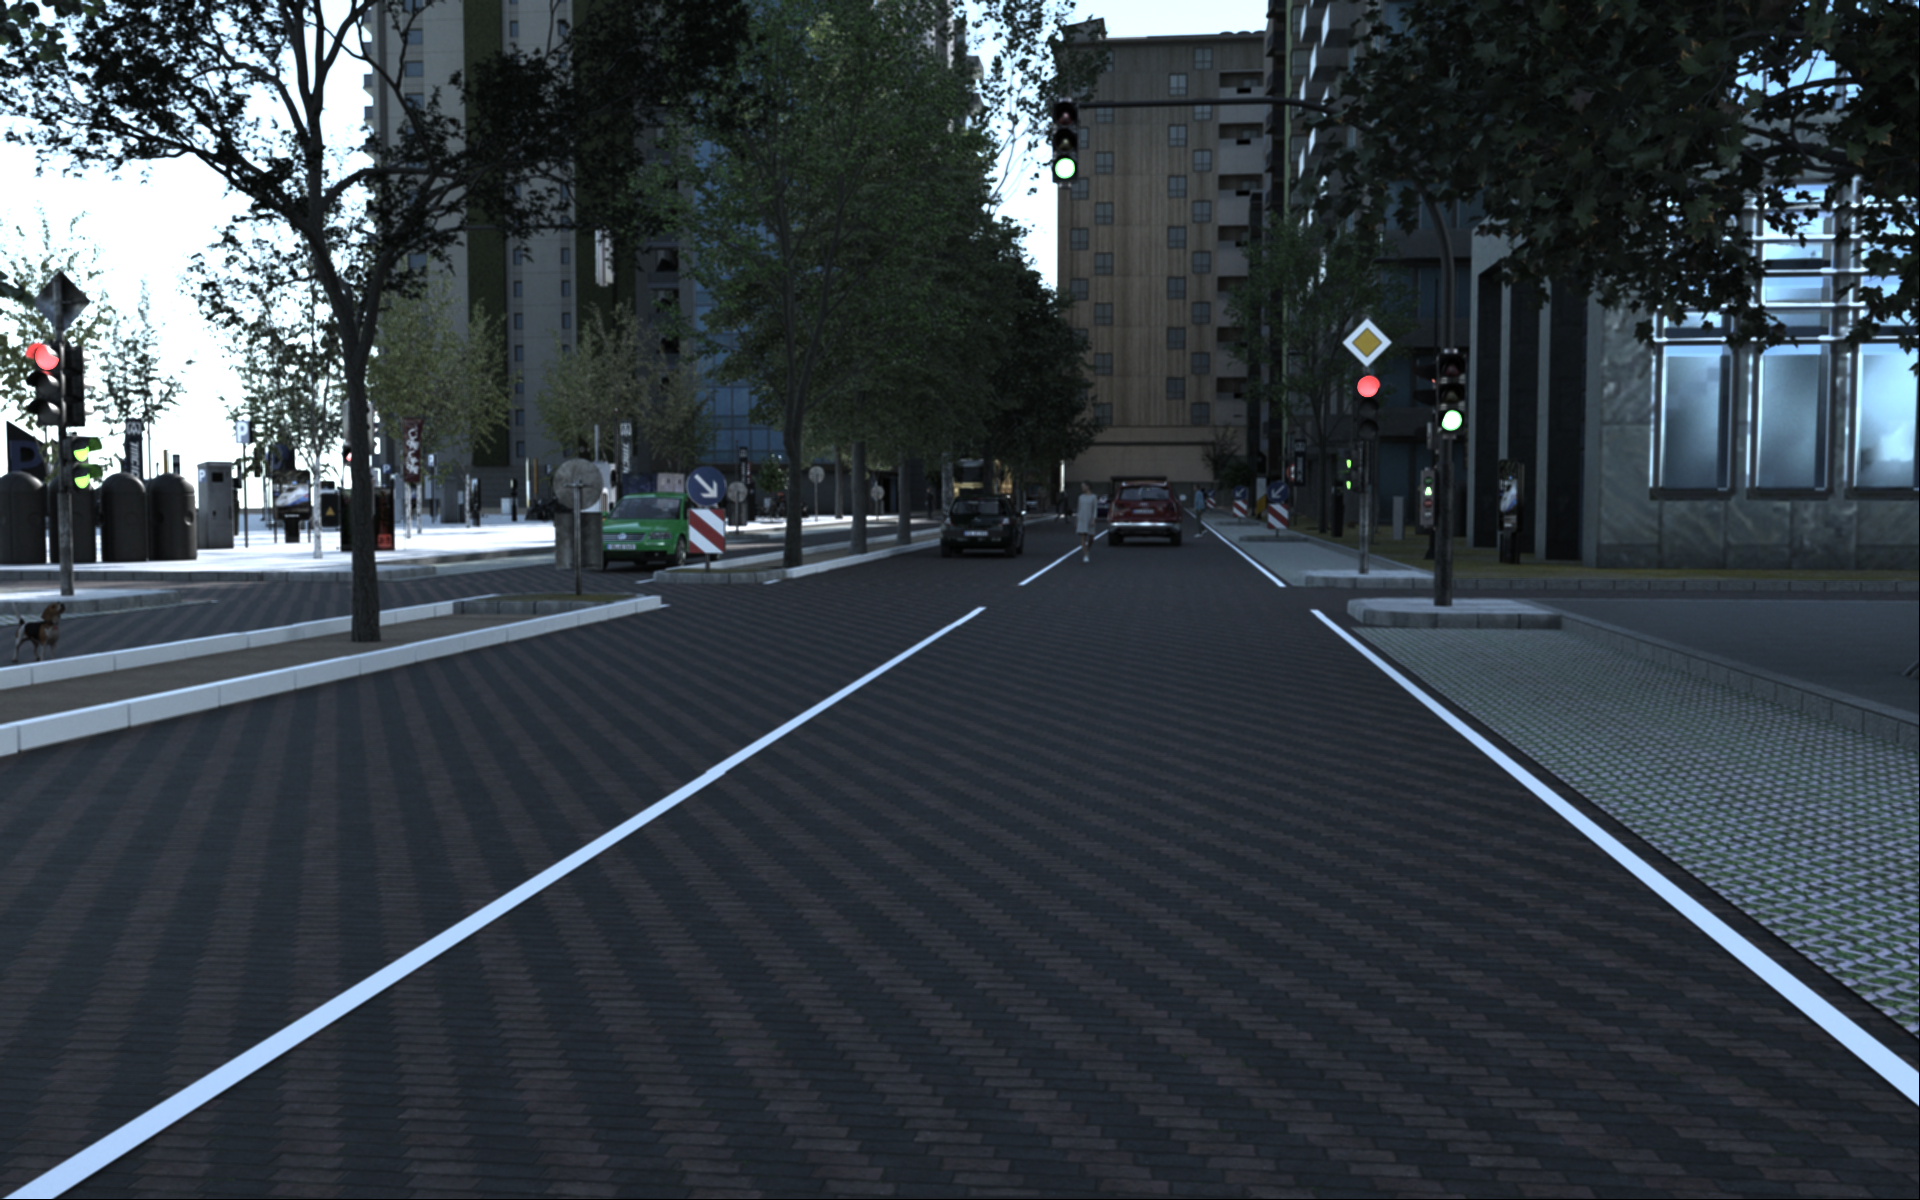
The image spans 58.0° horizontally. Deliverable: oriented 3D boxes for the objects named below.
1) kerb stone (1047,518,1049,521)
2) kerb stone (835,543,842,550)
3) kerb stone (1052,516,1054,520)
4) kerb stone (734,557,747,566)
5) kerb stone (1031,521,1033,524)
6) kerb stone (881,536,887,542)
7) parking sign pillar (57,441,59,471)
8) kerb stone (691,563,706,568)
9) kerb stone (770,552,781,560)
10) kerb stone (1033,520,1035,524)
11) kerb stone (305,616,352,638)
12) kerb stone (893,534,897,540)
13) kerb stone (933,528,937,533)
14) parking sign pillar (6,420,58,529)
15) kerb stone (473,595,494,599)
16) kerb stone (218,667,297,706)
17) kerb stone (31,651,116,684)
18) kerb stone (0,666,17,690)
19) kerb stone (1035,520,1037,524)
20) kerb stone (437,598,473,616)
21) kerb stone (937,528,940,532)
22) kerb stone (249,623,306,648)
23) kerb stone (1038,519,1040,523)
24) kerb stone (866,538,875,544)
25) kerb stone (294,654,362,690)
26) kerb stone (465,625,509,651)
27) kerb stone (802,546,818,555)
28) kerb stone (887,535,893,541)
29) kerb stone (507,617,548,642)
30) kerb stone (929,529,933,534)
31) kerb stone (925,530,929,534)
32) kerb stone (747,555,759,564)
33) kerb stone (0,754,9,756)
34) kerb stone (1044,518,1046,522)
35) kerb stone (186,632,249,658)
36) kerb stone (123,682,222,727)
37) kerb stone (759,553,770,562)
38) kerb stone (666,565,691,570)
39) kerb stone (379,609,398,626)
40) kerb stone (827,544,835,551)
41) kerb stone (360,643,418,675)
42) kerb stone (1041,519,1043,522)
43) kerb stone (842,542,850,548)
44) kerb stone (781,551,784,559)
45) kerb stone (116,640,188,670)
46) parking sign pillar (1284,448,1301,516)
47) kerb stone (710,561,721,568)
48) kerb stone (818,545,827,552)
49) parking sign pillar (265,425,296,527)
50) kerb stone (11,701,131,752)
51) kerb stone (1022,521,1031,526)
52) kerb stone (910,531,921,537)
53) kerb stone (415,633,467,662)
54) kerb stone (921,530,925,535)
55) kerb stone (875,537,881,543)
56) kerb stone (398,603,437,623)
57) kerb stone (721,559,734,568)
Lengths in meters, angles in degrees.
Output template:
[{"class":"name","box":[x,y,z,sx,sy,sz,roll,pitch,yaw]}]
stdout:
[{"class":"kerb stone","box":[4.432,-4.210,91.029,0.120,0.150,1.000,0,4,7]},{"class":"kerb stone","box":[-3.239,-1.362,44.507,0.120,0.150,1.000,0,4,7]},{"class":"kerb stone","box":[4.907,-4.451,95.096,0.120,0.150,1.000,0,4,7]},{"class":"kerb stone","box":[-4.451,-0.740,34.349,0.120,0.150,1.000,0,4,7]},{"class":"kerb stone","box":[3.205,-3.587,80.850,0.120,0.150,1.000,0,4,7]},{"class":"kerb stone","box":[-2.390,-1.796,51.623,0.120,0.150,1.000,0,4,7]},{"class":"parking sign pillar","box":[-42.812,-5.788,83.111,1.447,3.967,1.447,-3,5,-42]},{"class":"kerb stone","box":[-4.810,-0.553,31.269,0.120,0.150,1.000,0,4,7]},{"class":"kerb stone","box":[-4.085,-0.926,37.399,0.120,0.150,1.000,0,4,7]},{"class":"kerb stone","box":[3.325,-3.650,81.865,0.120,0.150,1.000,0,4,7]},{"class":"kerb stone","box":[-6.454,0.285,17.541,0.120,0.150,1.000,0,4,7]},{"class":"kerb stone","box":[-2.149,-1.922,53.653,0.120,0.150,1.000,0,4,7]},{"class":"kerb stone","box":[-1.064,-2.484,62.812,0.120,0.150,1.000,0,4,7]},{"class":"parking sign pillar","box":[-33.852,-4.554,62.931,1.447,3.967,1.447,-3,4,-37]},{"class":"kerb stone","box":[-5.970,0.036,21.611,0.120,0.150,1.000,0,4,7]},{"class":"kerb stone","box":[-4.979,0.614,12.158,0.120,0.150,1.000,0,4,7]},{"class":"kerb stone","box":[-6.937,0.534,13.464,0.120,0.150,1.000,0,4,7]},{"class":"kerb stone","box":[-7.057,0.596,12.443,0.120,0.150,1.000,0,4,7]},{"class":"kerb stone","box":[3.445,-3.711,82.880,0.120,0.150,1.000,0,4,7]},{"class":"kerb stone","box":[-6.083,0.098,20.595,0.120,0.150,1.000,0,4,7]},{"class":"kerb stone","box":[-0.935,-2.544,63.840,0.120,0.150,1.000,0,4,7]},{"class":"kerb stone","box":[-6.570,0.354,16.523,0.120,0.150,1.000,0,4,7]},{"class":"kerb stone","box":[3.693,-3.836,84.915,0.120,0.150,1.000,0,4,7]},{"class":"kerb stone","box":[-2.637,-1.676,49.592,0.120,0.150,1.000,0,4,7]},{"class":"kerb stone","box":[-4.857,0.552,13.176,0.120,0.150,1.000,0,4,7]},{"class":"kerb stone","box":[-4.498,0.365,16.232,0.120,0.150,1.000,0,4,7]},{"class":"kerb stone","box":[-3.608,-1.176,41.462,0.120,0.150,1.000,0,4,7]},{"class":"kerb stone","box":[-2.266,-1.862,52.637,0.120,0.150,1.000,0,4,7]},{"class":"kerb stone","box":[-4.369,0.303,17.245,0.120,0.150,1.000,0,4,7]},{"class":"kerb stone","box":[-1.173,-2.422,61.796,0.120,0.150,1.000,0,4,7]},{"class":"kerb stone","box":[-1.300,-2.352,60.782,0.120,0.150,1.000,0,4,7]},{"class":"kerb stone","box":[-4.325,-0.806,35.366,0.120,0.150,1.000,0,4,7]},{"class":"kerb stone","box":[-5.342,0.800,9.108,0.120,0.150,1.000,0,4,7]},{"class":"kerb stone","box":[4.181,-4.085,88.988,0.120,0.150,1.000,0,4,7]},{"class":"kerb stone","box":[-6.704,0.410,15.498,0.120,0.150,1.000,0,4,7]},{"class":"kerb stone","box":[-5.097,0.676,11.143,0.120,0.150,1.000,0,4,7]},{"class":"kerb stone","box":[-4.207,-0.864,36.384,0.120,0.150,1.000,0,4,7]},{"class":"kerb stone","box":[-4.941,-0.493,30.249,0.120,0.150,1.000,0,4,7]},{"class":"kerb stone","box":[-6.328,0.223,18.557,0.120,0.150,1.000,0,4,7]},{"class":"kerb stone","box":[-3.354,-1.302,43.491,0.120,0.150,1.000,0,4,7]},{"class":"kerb stone","box":[-4.734,0.494,14.191,0.120,0.150,1.000,0,4,7]},{"class":"kerb stone","box":[3.935,-3.954,86.958,0.120,0.150,1.000,0,4,7]},{"class":"kerb stone","box":[-3.115,-1.427,45.523,0.120,0.150,1.000,0,4,7]},{"class":"kerb stone","box":[-3.958,-0.992,38.415,0.120,0.150,1.000,0,4,7]},{"class":"kerb stone","box":[-6.814,0.473,14.482,0.120,0.150,1.000,0,4,7]},{"class":"parking sign pillar","box":[19.161,-6.873,100.844,1.447,3.967,1.447,1,4,17]},{"class":"kerb stone","box":[-4.689,-0.618,32.292,0.120,0.150,1.000,0,4,7]},{"class":"kerb stone","box":[-3.481,-1.240,42.477,0.120,0.150,1.000,0,4,7]},{"class":"parking sign pillar","box":[-26.184,-4.808,67.089,1.447,3.967,1.447,-3,5,-43]},{"class":"kerb stone","box":[-5.221,0.738,10.129,0.120,0.150,1.000,0,4,7]},{"class":"kerb stone","box":[3.077,-3.525,79.833,0.120,0.150,1.000,0,4,7]},{"class":"kerb stone","box":[-1.543,-2.233,58.731,0.120,0.150,1.000,0,4,7]},{"class":"kerb stone","box":[-4.615,0.427,15.216,0.120,0.150,1.000,0,4,7]},{"class":"kerb stone","box":[-1.422,-2.295,59.760,0.120,0.150,1.000,0,4,7]},{"class":"kerb stone","box":[-2.510,-1.738,50.607,0.120,0.150,1.000,0,4,7]},{"class":"kerb stone","box":[-6.211,0.160,19.581,0.120,0.150,1.000,0,4,7]},{"class":"kerb stone","box":[-4.571,-0.679,33.324,0.120,0.150,1.000,0,4,7]}]
